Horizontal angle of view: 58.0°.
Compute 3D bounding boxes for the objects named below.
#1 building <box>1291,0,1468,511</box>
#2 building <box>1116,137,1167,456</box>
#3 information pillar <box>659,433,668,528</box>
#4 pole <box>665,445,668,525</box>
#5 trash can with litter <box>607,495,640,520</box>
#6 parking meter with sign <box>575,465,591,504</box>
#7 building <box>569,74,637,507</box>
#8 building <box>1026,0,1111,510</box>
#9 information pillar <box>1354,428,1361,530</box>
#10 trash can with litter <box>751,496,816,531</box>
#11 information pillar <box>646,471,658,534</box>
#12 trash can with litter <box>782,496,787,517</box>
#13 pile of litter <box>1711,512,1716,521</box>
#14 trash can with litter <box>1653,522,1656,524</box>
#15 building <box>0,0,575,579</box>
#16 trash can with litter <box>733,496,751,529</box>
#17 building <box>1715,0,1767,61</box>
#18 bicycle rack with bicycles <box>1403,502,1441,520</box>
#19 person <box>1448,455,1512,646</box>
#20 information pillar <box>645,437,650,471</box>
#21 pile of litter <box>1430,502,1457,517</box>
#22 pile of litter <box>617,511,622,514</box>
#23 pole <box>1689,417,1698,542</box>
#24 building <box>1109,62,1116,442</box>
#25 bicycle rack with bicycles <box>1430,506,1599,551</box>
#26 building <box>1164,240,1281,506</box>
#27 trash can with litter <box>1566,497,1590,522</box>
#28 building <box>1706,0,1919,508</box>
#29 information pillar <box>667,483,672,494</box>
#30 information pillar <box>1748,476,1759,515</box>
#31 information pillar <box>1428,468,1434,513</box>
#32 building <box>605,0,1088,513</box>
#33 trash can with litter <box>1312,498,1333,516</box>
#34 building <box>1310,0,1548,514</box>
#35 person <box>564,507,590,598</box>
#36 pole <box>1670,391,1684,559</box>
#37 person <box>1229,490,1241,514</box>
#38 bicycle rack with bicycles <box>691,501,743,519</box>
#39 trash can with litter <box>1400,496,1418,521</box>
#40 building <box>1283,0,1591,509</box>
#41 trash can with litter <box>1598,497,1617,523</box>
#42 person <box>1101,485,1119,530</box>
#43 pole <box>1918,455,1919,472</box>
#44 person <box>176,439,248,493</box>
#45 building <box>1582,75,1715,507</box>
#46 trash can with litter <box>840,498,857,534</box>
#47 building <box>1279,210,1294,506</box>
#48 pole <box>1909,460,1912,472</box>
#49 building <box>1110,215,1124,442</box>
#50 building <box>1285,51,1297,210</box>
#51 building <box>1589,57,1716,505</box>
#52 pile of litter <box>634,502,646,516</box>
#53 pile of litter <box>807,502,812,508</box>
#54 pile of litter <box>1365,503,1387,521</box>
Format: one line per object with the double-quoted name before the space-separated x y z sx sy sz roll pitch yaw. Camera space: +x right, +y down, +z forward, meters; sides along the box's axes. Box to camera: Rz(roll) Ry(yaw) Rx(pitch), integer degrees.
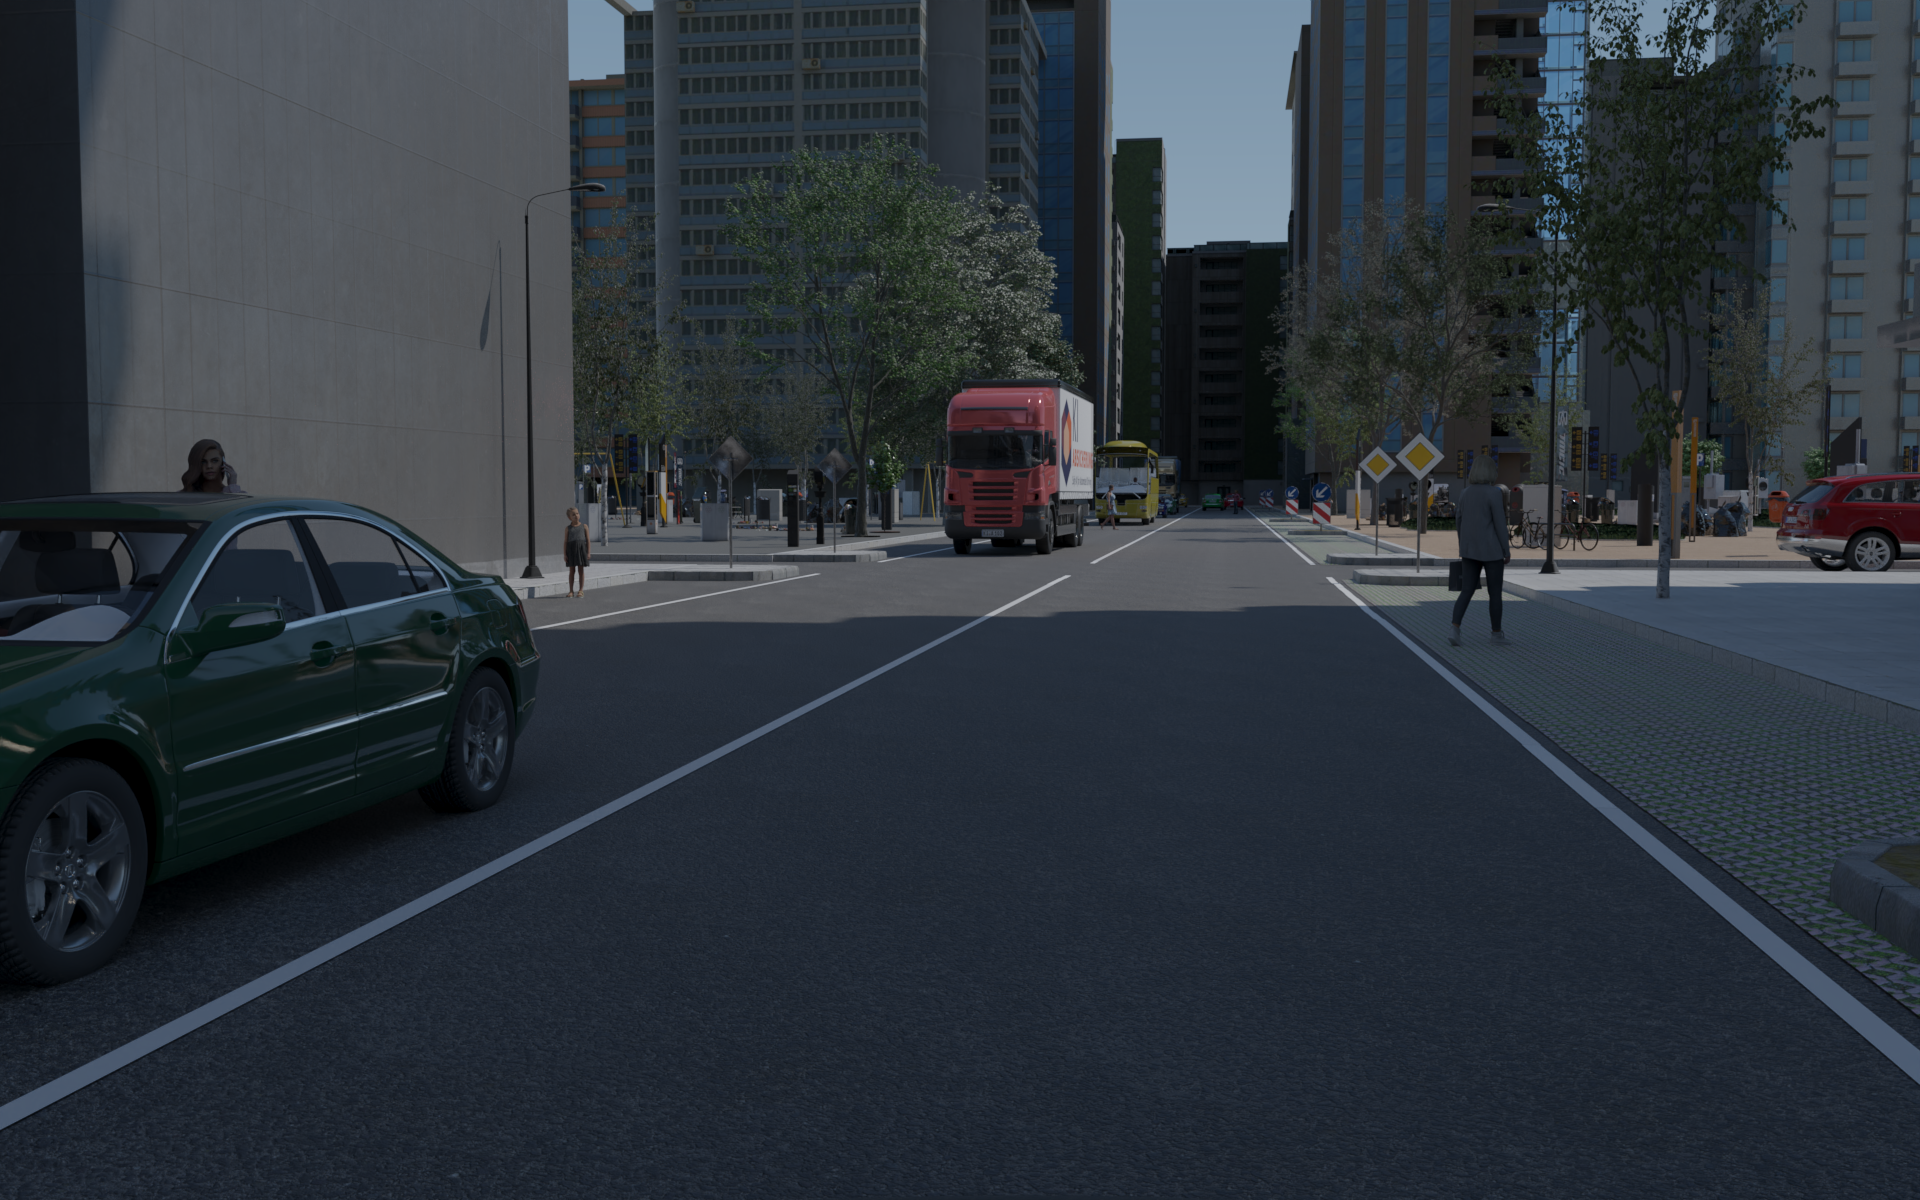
"building" 38.539 -31.338 162.489 14.600 45.320 14.200 1 4 9
"building" 16.900 -31.742 202.577 14.086 41.232 14.154 1 4 9
"information pillar" -11.393 -4.586 66.336 0.183 3.616 0.504 1 4 12
"pole" -12.267 -4.775 71.906 0.158 3.312 0.155 0 3 0
"trash can with litter" -17.237 -4.653 87.128 2.233 1.210 1.678 1 4 14
"parking meter with sign" -22.672 -6.505 102.615 1.738 3.016 0.543 3 4 36
"building" -32.364 -32.331 183.234 28.867 44.769 22.147 1 4 9
"building" 5.013 -30.172 143.422 14.600 45.320 14.200 1 4 9
"information pillar" 14.148 -4.295 61.581 0.183 3.616 0.504 1 4 22
"trash can with litter" -5.975 -3.023 60.481 2.233 1.210 1.678 0 4 2
"information pillar" -9.823 -3.103 55.227 0.304 2.012 0.304 0 4 5
"trash can with litter" -9.619 -5.279 97.698 1.055 1.170 0.624 1 4 11
"pile of litter" 37.089 -4.277 83.901 1.176 0.858 1.719 -3 5 -42
"trash can with litter" 26.770 -3.414 66.874 1.678 1.210 2.233 2 4 34
"building" -22.016 -12.606 25.176 30.058 24.678 14.314 1 4 9
"trash can with litter" -7.590 -3.236 63.967 2.233 1.210 1.678 1 4 16
"building" 96.974 -46.126 192.414 20.611 71.187 20.563 1 4 9
"bicycle rack with bicycles" 22.489 -4.301 83.704 2.852 0.926 2.925 0 4 1
"person" 4.850 -0.468 16.334 0.728 1.800 0.709 -2 4 -31
"information pillar" -12.871 -4.900 71.463 0.183 3.616 0.504 -1 4 -23
"pile of litter" 25.893 -4.717 91.083 1.719 0.858 1.176 3 5 44
"pile of litter" -22.422 -5.929 110.910 1.719 0.858 1.176 0 4 -6
"pole" 19.555 -3.201 46.171 0.158 3.312 0.155 0 3 0
"building" 6.347 -28.993 157.625 14.154 41.232 14.086 1 4 9
"bicycle rack with bicycles" 12.920 -1.628 39.994 2.852 0.926 2.925 -1 4 -13
"building" 30.786 -26.224 200.468 14.107 30.474 14.160 1 4 9
"trash can with litter" 25.426 -3.652 71.104 1.055 1.170 0.624 2 4 26
"building" 87.629 -33.319 164.366 30.456 49.044 23.786 1 4 9
"information pillar" -18.645 -6.508 110.902 0.304 2.012 0.304 1 4 10
"information pillar" 32.720 -4.094 71.435 0.304 2.012 0.304 3 5 45
"information pillar" 25.284 -6.244 93.446 0.504 3.616 0.183 0 4 1
"building" -7.193 -26.562 126.173 32.217 40.220 23.993 1 4 9
"trash can with litter" 20.262 -5.226 96.831 1.055 1.170 0.624 0 4 -7
"building" 30.920 -28.562 117.104 14.600 45.320 14.200 1 4 9
"person" -5.309 -0.663 24.010 0.362 1.253 0.373 0 4 -5
"pole" 14.160 -2.471 34.243 0.158 3.312 0.155 0 3 0
"person" 19.674 -7.016 123.927 0.721 1.743 1.217 -2 4 -32
"bicycle rack with bicycles" -12.334 -4.669 89.721 2.925 0.926 2.852 -3 5 -41
"trash can with litter" 18.670 -3.708 72.008 1.055 1.170 0.624 1 4 13
"building" 38.112 -50.508 138.472 22.319 86.520 31.000 1 4 9
"trash can with litter" 27.572 -3.783 73.236 1.055 1.170 0.624 0 4 -5
"person" 5.986 -3.713 69.309 0.778 1.811 0.616 1 4 23
"pole" 49.789 -5.878 89.942 0.158 3.312 0.155 0 3 0
"person" -4.448 -0.066 10.162 0.593 1.750 0.643 -1 4 -14
"building" 65.621 -29.908 172.596 14.086 41.232 14.154 1 4 9
"trash can with litter" -3.542 -2.667 54.988 0.624 1.170 1.055 -2 4 -25
"building" 40.396 -24.786 176.951 14.160 30.474 14.107 1 4 9
"pole" 56.831 -6.719 103.693 0.158 3.312 0.155 0 3 0
"building" 9.993 -25.078 181.719 14.107 30.474 14.160 1 4 9
"building" 52.432 -37.579 203.650 27.495 52.752 28.713 1 4 9
"building" 76.123 -35.025 196.367 21.600 48.544 21.300 1 4 9
"pile of litter" -19.216 -5.538 104.515 1.176 0.858 1.719 1 4 21
"pile of litter" -9.151 -5.376 101.859 1.176 0.858 1.719 3 4 38
"pile of litter" 20.213 -4.278 83.914 1.176 0.858 1.719 1 4 18
